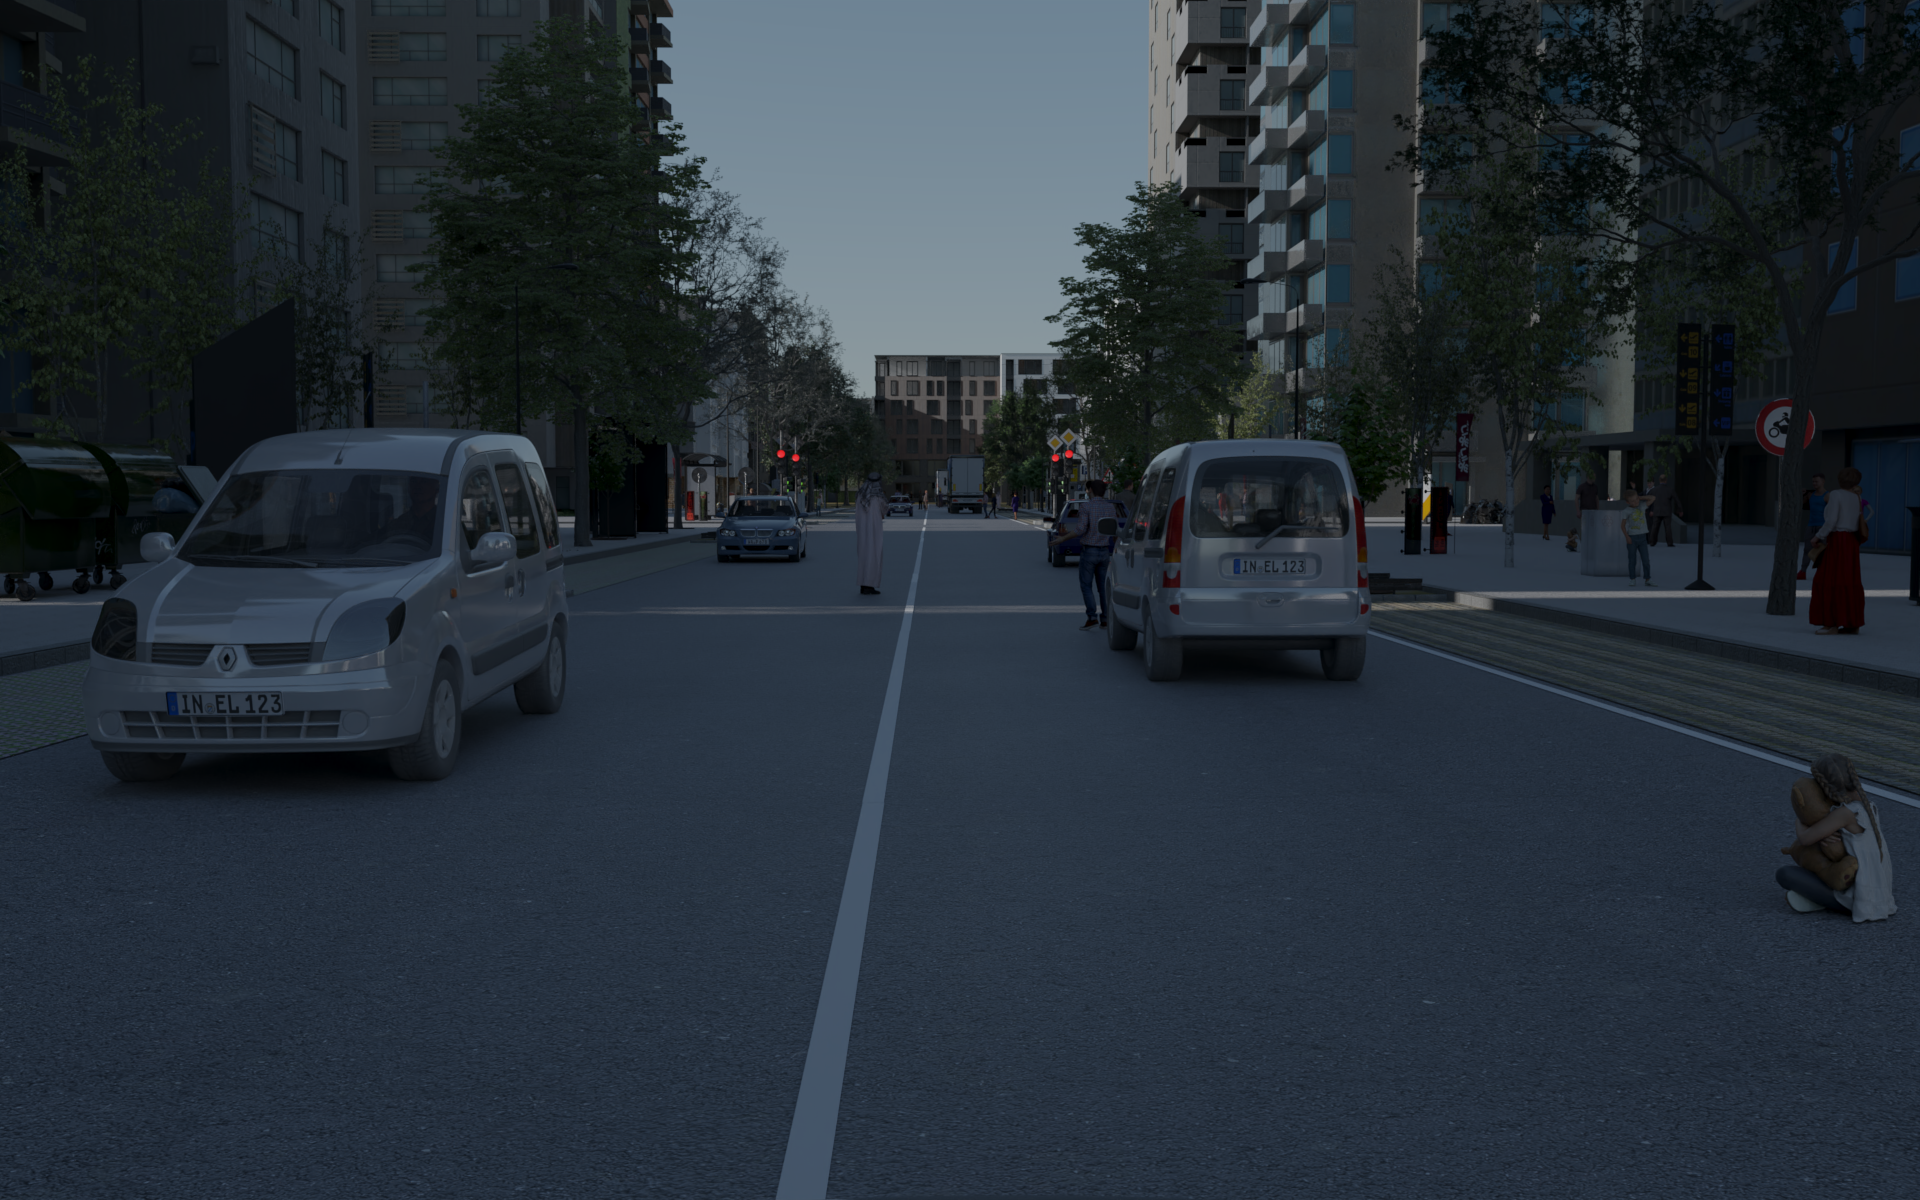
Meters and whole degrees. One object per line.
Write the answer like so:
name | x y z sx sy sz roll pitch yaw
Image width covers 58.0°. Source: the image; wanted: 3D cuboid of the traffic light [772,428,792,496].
traffic light | -7.554 -5.180 73.606 0.839 4.253 0.868 0 4 -1

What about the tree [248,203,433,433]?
tree | -16.515 -5.766 44.641 4.360 8.622 3.978 0 3 0

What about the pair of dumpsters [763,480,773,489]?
pair of dumpsters | -12.641 -6.886 115.081 1.574 2.255 4.437 0 4 -1

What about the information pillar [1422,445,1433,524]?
information pillar | 19.751 -5.004 73.166 0.183 3.616 0.504 -1 4 -22

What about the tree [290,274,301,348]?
tree | -16.526 -5.327 37.454 4.737 8.622 4.395 0 3 0

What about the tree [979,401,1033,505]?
tree | 5.928 -17.073 197.268 7.486 12.596 7.792 0 3 0

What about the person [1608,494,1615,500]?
person | 29.810 -4.140 79.372 0.628 1.438 0.799 2 4 31

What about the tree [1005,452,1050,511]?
tree | 5.969 -8.918 129.517 4.285 4.588 4.351 0 3 0

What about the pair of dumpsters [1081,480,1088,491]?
pair of dumpsters | 8.823 -7.296 121.787 1.574 2.255 4.437 0 4 -1

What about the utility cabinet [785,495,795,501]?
utility cabinet | -11.150 -6.332 114.682 1.020 1.237 0.306 -3 5 -44

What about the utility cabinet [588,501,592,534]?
utility cabinet | -11.900 -2.712 55.504 0.306 1.237 1.020 1 4 20

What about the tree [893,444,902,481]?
tree | -12.628 -16.724 190.440 9.611 12.733 9.660 0 3 0

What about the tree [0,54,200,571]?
tree | -14.564 -4.787 28.629 4.737 8.622 4.395 0 3 0

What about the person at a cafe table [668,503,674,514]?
person at a cafe table | -19.539 -6.238 112.854 1.698 1.238 1.726 2 4 23

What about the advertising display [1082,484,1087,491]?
advertising display | 8.157 -6.471 111.021 0.123 1.923 0.974 -2 4 -33

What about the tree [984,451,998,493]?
tree | 4.214 -16.968 227.791 4.737 8.622 4.395 0 3 0

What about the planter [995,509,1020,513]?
planter | 3.612 -6.895 133.867 1.991 0.319 1.994 0 4 -1

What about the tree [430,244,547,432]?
tree | -13.806 -6.061 49.458 4.360 8.622 3.978 0 3 0

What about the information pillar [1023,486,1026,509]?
information pillar | 5.635 -8.987 151.433 0.304 2.012 0.304 0 4 -2

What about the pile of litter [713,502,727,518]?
pile of litter | -12.603 -4.825 92.860 1.176 0.858 1.719 2 4 26

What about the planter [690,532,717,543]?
planter | -6.886 -1.851 51.400 1.991 0.319 1.994 0 4 -1

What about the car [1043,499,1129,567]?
car | 2.680 -1.387 35.259 1.945 1.354 3.894 0 4 1

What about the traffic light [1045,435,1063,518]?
traffic light | 4.468 -5.682 81.814 0.839 4.253 0.868 0 4 -1

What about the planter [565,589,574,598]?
planter | -6.416 -0.165 23.837 1.991 0.319 1.994 0 4 -1

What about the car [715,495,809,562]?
car | -4.289 -1.582 37.876 2.014 1.417 4.499 0 4 -2

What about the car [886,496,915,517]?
car | -3.876 -6.038 111.297 1.945 1.354 3.894 0 4 -2

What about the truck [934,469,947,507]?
truck | -1.480 -12.857 199.132 2.839 4.237 11.283 0 4 -2

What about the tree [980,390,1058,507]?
tree | 5.766 -14.814 167.965 9.928 11.665 9.643 0 3 0

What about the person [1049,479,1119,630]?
person | 1.428 -0.482 18.333 0.963 1.587 0.435 -3 4 -38

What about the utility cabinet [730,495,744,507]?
utility cabinet | -10.733 -4.408 83.234 0.306 1.237 1.020 1 4 18

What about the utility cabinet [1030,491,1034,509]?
utility cabinet | 6.054 -8.431 146.523 0.318 1.500 1.173 0 4 4

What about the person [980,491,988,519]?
person | 1.453 -5.490 100.216 0.435 1.587 0.963 1 4 8

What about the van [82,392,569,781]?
van | -3.421 -0.180 9.957 2.013 2.044 4.112 0 4 -1

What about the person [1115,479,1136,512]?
person | 3.875 -1.830 38.948 0.750 1.759 0.617 -3 4 -37

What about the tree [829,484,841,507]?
tree | -12.505 -11.051 175.287 1.663 3.219 1.824 0 3 0

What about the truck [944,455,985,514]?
truck | 0.341 -8.624 129.914 2.839 4.237 11.283 0 4 -2

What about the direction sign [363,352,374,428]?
direction sign | -9.551 -2.204 28.027 0.379 3.537 0.876 -2 4 -26

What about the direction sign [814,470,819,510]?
direction sign | -11.461 -8.942 138.206 0.379 3.537 0.876 -2 4 -27

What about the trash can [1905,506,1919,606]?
trash can | 11.215 -0.499 19.806 0.748 1.137 0.748 0 3 0

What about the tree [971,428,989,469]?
tree | 5.842 -12.757 142.985 8.767 10.594 7.601 1 4 19

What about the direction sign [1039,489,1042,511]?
direction sign | 6.355 -8.734 134.789 0.379 3.537 0.876 -3 4 -38

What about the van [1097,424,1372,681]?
van | 2.222 -0.467 14.647 2.013 2.044 4.112 0 4 -1

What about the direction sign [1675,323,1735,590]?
direction sign | 9.918 -1.903 23.113 0.876 3.537 0.379 -1 4 -16

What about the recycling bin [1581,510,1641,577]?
recycling bin | 10.225 -0.896 27.205 0.722 1.027 0.722 0 4 2

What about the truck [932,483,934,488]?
truck | -1.648 -13.433 215.553 3.469 3.379 9.791 0 4 -3

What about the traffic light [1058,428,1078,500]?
traffic light | 4.605 -5.193 73.830 0.839 4.253 0.868 0 4 -1

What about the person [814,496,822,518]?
person | -8.617 -5.675 105.189 0.340 1.345 0.435 1 4 20

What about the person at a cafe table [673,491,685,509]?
person at a cafe table | -22.194 -8.003 139.358 1.698 1.524 1.622 -1 4 -11

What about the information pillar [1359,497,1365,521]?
information pillar | 7.731 -1.800 33.916 0.304 2.012 0.304 3 4 38

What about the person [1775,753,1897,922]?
person | 3.020 0.796 5.954 0.357 0.543 0.381 3 4 36

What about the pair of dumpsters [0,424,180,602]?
pair of dumpsters | -11.710 -1.227 22.559 1.574 2.255 4.437 0 4 -1

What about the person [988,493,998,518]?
person | 1.942 -5.565 102.026 0.613 1.512 0.480 -2 4 -29

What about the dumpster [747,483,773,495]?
dumpster | -10.292 -5.073 88.708 1.264 1.857 1.865 0 4 -1

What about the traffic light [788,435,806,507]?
traffic light | -7.691 -5.668 81.590 0.839 4.253 0.868 0 4 -1

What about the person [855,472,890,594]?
person | -1.260 -0.956 24.798 0.551 1.740 0.621 1 4 12

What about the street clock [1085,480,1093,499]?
street clock | 6.794 -5.285 90.974 0.471 2.002 0.358 0 4 -7

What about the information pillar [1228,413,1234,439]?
information pillar | 7.880 -3.612 50.403 0.183 3.616 0.504 0 4 -2

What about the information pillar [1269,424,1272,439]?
information pillar | 10.395 -4.084 58.128 0.183 3.616 0.504 1 4 10
